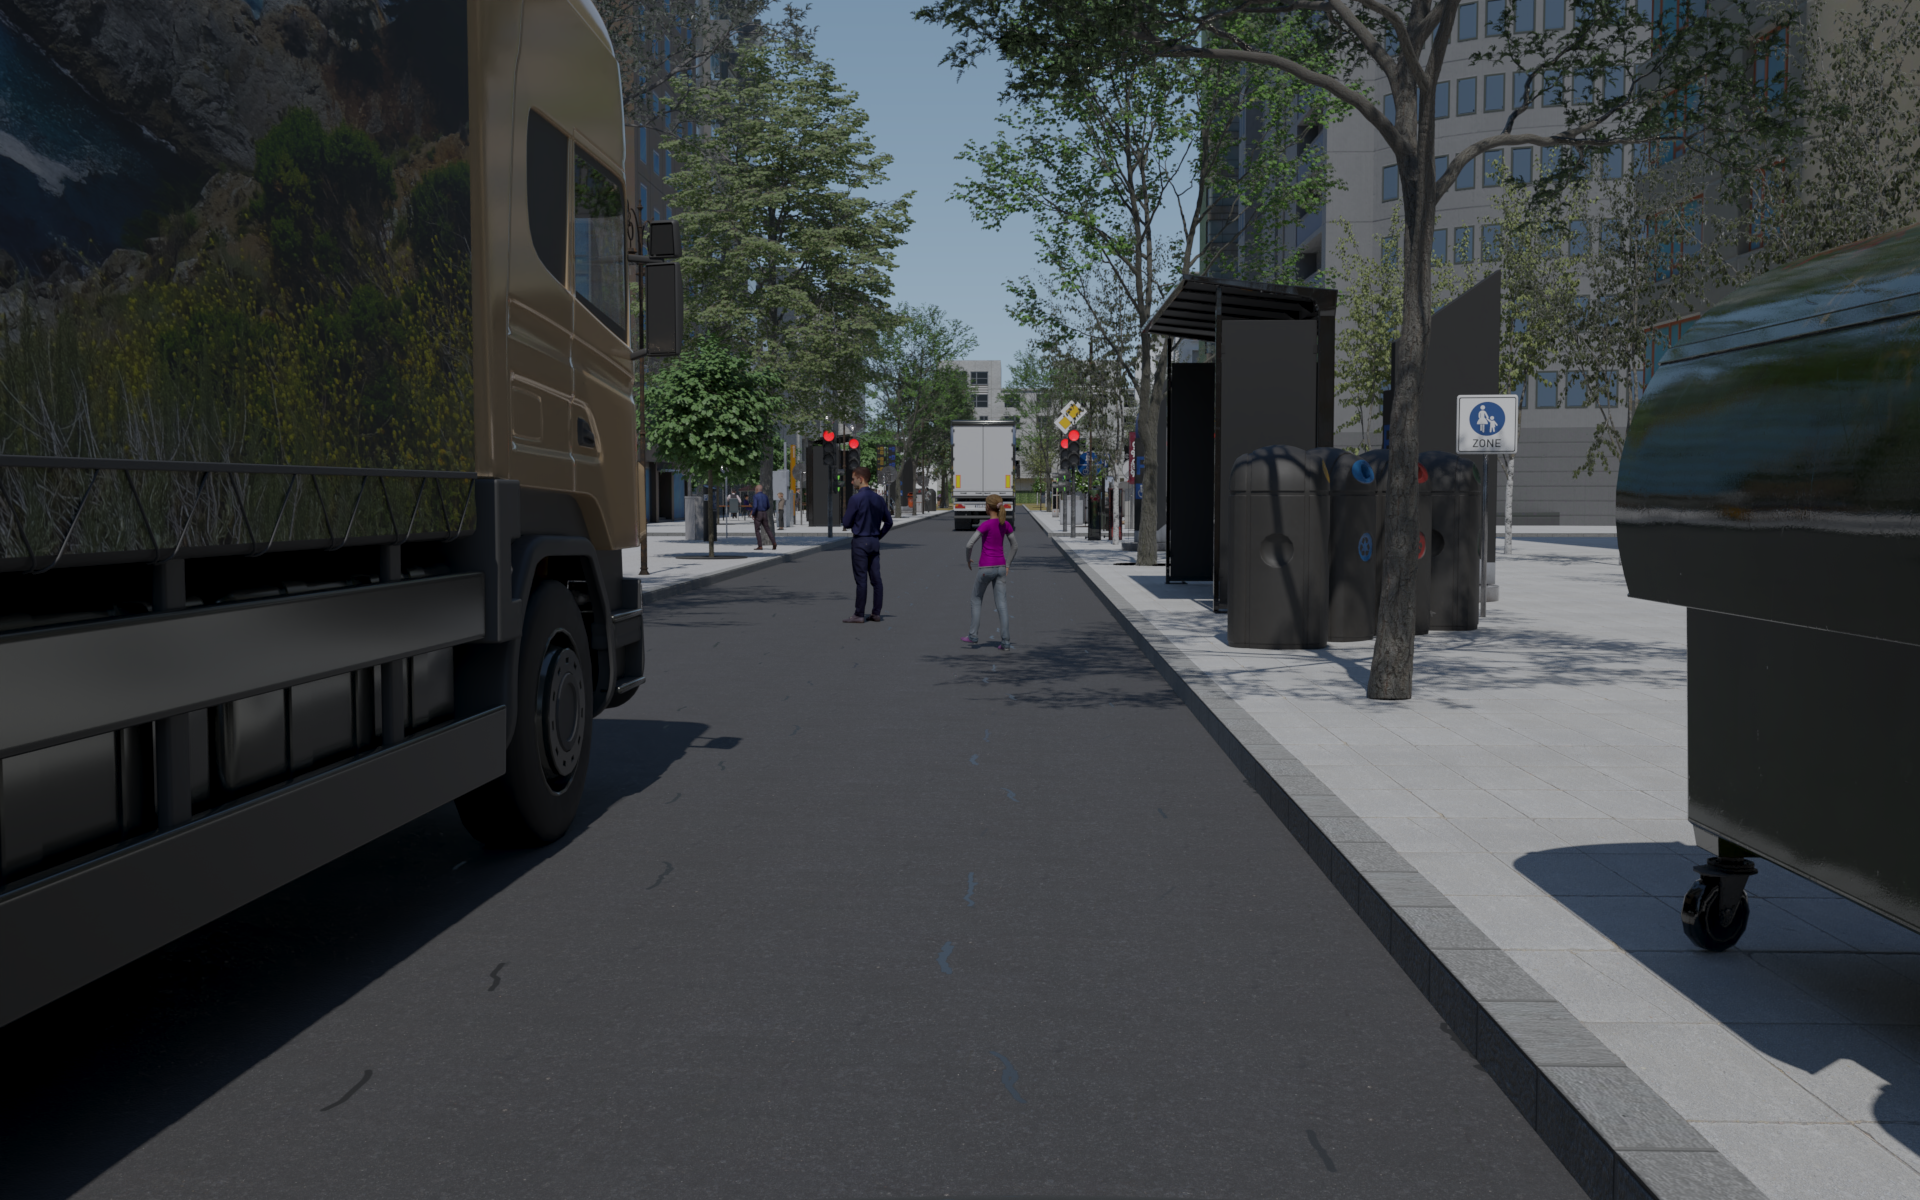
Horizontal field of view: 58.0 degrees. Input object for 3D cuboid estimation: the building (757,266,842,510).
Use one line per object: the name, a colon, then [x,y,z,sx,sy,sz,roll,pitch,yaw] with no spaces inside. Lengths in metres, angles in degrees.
building: [-20.419,-17.387,150.736,16.747,18.905,31.486,0,4,2]

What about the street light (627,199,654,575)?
street light: [-5.011,-3.334,27.300,0.468,5.910,1.993,0,4,2]

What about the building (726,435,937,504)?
building: [-16.927,-17.903,234.853,28.070,9.664,9.099,0,4,2]

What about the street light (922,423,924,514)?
street light: [-2.352,-8.438,110.750,0.468,5.910,1.993,0,4,2]

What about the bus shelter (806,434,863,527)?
bus shelter: [-5.075,-4.856,70.685,1.731,3.624,6.357,0,4,2]

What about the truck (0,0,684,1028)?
truck: [-2.987,-0.906,3.720,2.839,4.237,11.283,0,4,3]

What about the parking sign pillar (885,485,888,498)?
parking sign pillar: [-4.531,-7.977,118.900,1.447,3.967,1.447,3,5,43]

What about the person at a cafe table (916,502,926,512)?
person at a cafe table: [-3.343,-6.798,122.013,1.726,1.238,1.698,0,4,7]

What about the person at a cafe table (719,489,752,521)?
person at a cafe table: [-10.892,-4.586,83.503,1.698,1.524,1.622,0,4,-7]

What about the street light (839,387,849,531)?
street light: [-3.988,-5.313,59.662,0.468,5.910,1.993,0,4,2]

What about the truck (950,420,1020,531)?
truck: [1.064,-5.032,71.191,2.839,4.237,11.283,0,4,2]

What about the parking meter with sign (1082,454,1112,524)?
parking meter with sign: [5.829,-4.997,77.963,1.738,3.016,0.543,-1,4,-16]

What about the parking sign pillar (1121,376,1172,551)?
parking sign pillar: [4.393,-3.108,39.287,1.447,3.967,1.447,2,4,28]

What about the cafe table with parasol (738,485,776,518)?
cafe table with parasol: [-10.781,-5.379,92.812,2.610,1.966,2.610,-2,4,-32]

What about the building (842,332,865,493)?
building: [-26.881,-19.895,191.748,31.486,18.905,16.747,0,4,2]

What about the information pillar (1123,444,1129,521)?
information pillar: [7.916,-5.495,81.194,0.504,3.616,0.183,2,4,32]

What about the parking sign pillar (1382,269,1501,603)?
parking sign pillar: [5.808,-1.987,20.966,1.447,3.967,1.447,0,4,-6]

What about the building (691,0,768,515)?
building: [-24.359,-29.993,109.990,23.786,49.044,30.456,0,4,2]

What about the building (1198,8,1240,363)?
building: [24.256,-27.041,125.720,14.154,41.232,14.086,0,4,2]

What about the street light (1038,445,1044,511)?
street light: [6.230,-9.822,133.381,0.468,5.910,1.993,0,4,2]

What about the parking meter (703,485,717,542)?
parking meter: [-6.775,-2.357,46.945,0.372,1.533,0.369,0,3,0]

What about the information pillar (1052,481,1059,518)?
information pillar: [5.251,-5.531,94.918,0.304,2.012,0.304,2,4,29]

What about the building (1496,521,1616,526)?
building: [29.909,-32.766,77.729,28.212,58.520,21.231,0,4,2]

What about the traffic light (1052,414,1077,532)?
traffic light: [3.542,-4.264,58.632,0.839,4.253,0.868,0,4,2]

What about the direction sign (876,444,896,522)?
direction sign: [-3.364,-5.319,78.957,0.876,3.537,0.379,-1,4,-16]

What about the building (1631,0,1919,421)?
building: [28.650,-10.959,24.225,27.650,21.520,28.899,0,4,2]

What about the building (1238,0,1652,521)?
building: [27.483,-34.372,103.975,21.231,58.520,28.212,0,4,2]

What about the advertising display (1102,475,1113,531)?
advertising display: [5.160,-3.337,59.775,0.123,1.923,0.974,2,4,31]

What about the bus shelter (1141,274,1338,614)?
bus shelter: [3.339,-1.855,21.611,1.731,3.624,6.357,0,4,2]

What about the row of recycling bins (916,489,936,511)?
row of recycling bins: [-3.034,-7.487,129.528,1.069,1.692,3.534,-3,5,-41]

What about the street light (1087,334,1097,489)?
street light: [3.781,-4.729,50.101,0.468,5.910,1.993,0,4,2]

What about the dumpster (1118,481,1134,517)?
dumpster: [7.562,-4.467,78.786,1.264,1.857,1.865,0,4,2]

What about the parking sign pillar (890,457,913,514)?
parking sign pillar: [-3.618,-7.732,114.884,1.447,3.967,1.447,2,4,31]

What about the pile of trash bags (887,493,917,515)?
pile of trash bags: [-4.234,-5.793,104.463,3.447,1.369,1.912,1,4,14]

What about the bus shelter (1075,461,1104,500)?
bus shelter: [7.262,-6.392,98.437,2.014,3.302,5.546,0,4,2]

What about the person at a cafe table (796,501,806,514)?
person at a cafe table: [-10.553,-6.147,111.371,1.698,1.238,1.726,1,4,20]

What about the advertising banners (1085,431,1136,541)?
advertising banners: [4.300,-3.176,48.121,2.074,3.025,0.090,-2,4,-35]

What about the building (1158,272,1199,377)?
building: [26.211,-18.125,152.766,16.016,20.091,11.380,0,4,2]

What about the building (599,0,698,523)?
building: [-20.041,-26.165,77.903,14.600,45.320,14.200,0,4,2]

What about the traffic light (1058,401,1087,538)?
traffic light: [3.299,-3.776,50.651,0.839,4.253,0.868,0,4,2]

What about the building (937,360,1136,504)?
building: [12.936,-22.658,236.919,31.486,18.905,16.747,0,4,2]

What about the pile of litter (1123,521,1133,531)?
pile of litter: [6.693,-2.841,60.419,1.719,0.858,1.176,1,4,12]

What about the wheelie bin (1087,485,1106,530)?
wheelie bin: [5.005,-3.328,62.313,0.693,1.594,0.980,-2,4,-34]

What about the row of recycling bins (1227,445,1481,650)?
row of recycling bins: [3.567,-0.518,15.589,1.069,1.692,3.534,3,5,43]

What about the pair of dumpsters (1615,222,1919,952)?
pair of dumpsters: [2.597,-0.018,2.782,1.574,2.255,4.437,0,4,2]

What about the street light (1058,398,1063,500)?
street light: [4.767,-6.629,81.168,0.468,5.910,1.993,0,4,2]

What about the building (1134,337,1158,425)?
building: [27.574,-20.575,192.822,16.016,20.091,11.380,0,4,2]

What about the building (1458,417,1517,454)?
building: [58.718,-15.408,194.063,28.070,9.664,9.099,0,4,2]

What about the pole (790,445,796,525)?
pole: [-6.940,-4.782,72.025,0.158,3.312,0.155,0,3,0]

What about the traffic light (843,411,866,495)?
traffic light: [-3.557,-4.276,58.831,0.839,4.253,0.868,0,4,2]

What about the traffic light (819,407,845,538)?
traffic light: [-3.799,-3.788,50.850,0.839,4.253,0.868,0,4,2]
